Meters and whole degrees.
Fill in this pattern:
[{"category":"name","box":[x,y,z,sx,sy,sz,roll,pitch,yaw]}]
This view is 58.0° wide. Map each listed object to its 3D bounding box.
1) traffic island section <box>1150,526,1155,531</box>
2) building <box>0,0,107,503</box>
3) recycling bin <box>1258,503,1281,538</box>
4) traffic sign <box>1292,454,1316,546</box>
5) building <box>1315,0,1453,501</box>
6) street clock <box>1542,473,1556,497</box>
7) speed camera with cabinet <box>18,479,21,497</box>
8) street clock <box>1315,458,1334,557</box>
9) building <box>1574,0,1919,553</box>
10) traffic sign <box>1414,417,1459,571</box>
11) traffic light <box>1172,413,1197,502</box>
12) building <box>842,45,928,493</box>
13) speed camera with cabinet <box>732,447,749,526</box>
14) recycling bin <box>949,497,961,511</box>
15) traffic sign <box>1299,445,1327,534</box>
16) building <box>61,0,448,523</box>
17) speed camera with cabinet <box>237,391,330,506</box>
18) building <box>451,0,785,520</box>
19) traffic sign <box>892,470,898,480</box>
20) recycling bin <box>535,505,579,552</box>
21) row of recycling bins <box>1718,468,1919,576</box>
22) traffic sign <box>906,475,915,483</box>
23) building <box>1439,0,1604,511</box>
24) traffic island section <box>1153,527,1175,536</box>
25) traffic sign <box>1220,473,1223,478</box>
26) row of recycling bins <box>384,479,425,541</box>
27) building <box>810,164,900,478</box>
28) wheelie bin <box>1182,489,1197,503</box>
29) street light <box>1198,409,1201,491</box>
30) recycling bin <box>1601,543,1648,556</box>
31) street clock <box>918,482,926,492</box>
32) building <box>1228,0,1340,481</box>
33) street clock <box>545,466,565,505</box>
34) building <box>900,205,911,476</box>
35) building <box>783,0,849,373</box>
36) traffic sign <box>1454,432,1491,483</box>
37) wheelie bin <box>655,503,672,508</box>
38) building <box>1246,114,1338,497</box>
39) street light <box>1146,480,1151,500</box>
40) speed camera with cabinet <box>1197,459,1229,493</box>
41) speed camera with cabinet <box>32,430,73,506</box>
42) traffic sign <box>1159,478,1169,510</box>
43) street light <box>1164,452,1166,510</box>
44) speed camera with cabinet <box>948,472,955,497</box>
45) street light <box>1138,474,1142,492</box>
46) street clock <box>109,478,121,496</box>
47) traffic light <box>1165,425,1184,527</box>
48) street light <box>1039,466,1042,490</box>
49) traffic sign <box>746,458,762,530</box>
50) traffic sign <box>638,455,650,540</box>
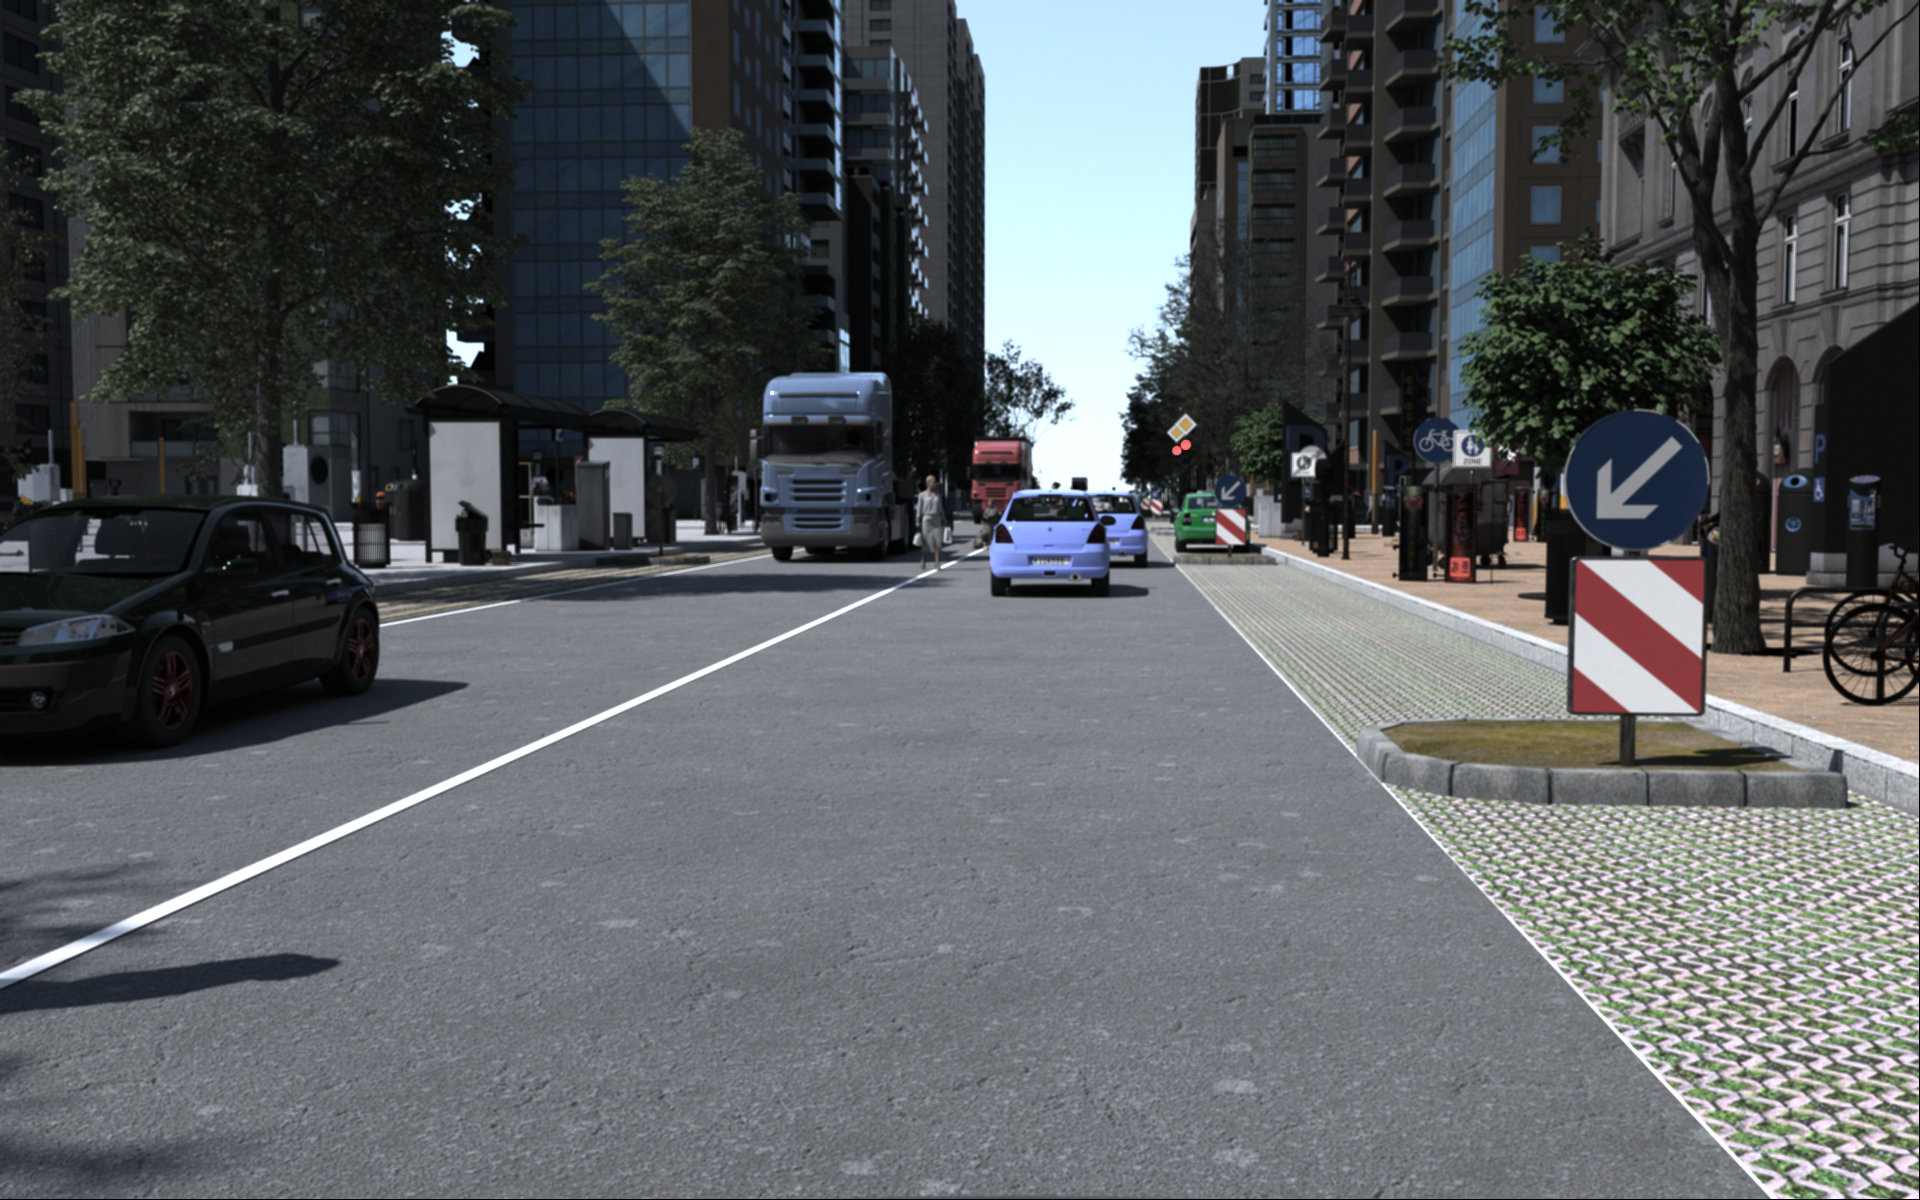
[{"category":"traffic island section","box":[8.533,-2.812,68.251,2.009,0.180,2.903,0,4,5]},{"category":"building","box":[-59.064,-39.806,89.082,20.611,71.187,20.563,0,4,5]},{"category":"recycling bin","box":[9.192,-2.348,50.949,0.722,1.027,0.722,1,4,19]},{"category":"traffic sign","box":[8.551,-2.506,43.096,0.606,2.300,0.079,1,4,14]},{"category":"building","box":[33.174,-27.437,103.224,22.147,44.769,28.867,0,4,5]},{"category":"street clock","box":[17.347,-2.845,51.079,0.358,2.002,0.471,0,4,-7]},{"category":"speed camera with cabinet","box":[-43.258,-5.325,81.402,0.660,3.252,2.038,1,4,16]},{"category":"street clock","box":[7.418,-1.879,35.296,0.358,2.002,0.471,2,4,34]},{"category":"building","box":[23.563,-12.032,38.516,13.314,21.916,24.055,0,4,5]},{"category":"traffic sign","box":[7.903,-1.750,28.725,0.768,2.556,0.104,1,4,11]},{"category":"traffic light","box":[7.810,-4.359,60.184,0.839,4.253,0.868,0,4,5]},{"category":"building","box":[-15.408,-34.845,189.326,23.786,49.044,30.456,0,4,5]},{"category":"speed camera with cabinet","box":[-8.894,-4.596,69.484,0.660,3.252,2.038,0,4,3]},{"category":"recycling bin","box":[-0.372,-7.073,128.204,0.722,1.027,0.722,3,4,38]},{"category":"traffic sign","box":[9.186,-2.763,45.275,0.768,2.556,0.104,1,4,11]},{"category":"building","box":[-34.182,-24.459,83.493,14.086,41.232,14.154,0,4,5]},{"category":"speed camera with cabinet","box":[-12.525,-2.310,32.107,0.660,3.252,2.038,1,4,14]},{"category":"building","box":[-17.549,-27.045,92.298,14.600,45.320,14.200,0,4,5]},{"category":"traffic sign","box":[-3.644,-5.713,93.409,0.884,2.594,0.081,1,4,10]},{"category":"recycling bin","box":[-8.985,-1.594,38.622,0.722,1.027,0.722,1,4,19]},{"category":"row of recycling bins","box":[13.552,-1.216,26.993,1.069,1.692,3.534,-3,4,-38]},{"category":"traffic sign","box":[-3.427,-7.095,116.105,0.768,2.556,0.104,1,4,14]},{"category":"building","box":[30.684,-26.231,78.987,14.200,45.320,14.600,0,4,5]},{"category":"traffic island section","box":[7.849,-2.325,60.295,2.009,0.180,2.903,0,4,5]},{"category":"traffic sign","box":[14.146,-5.826,95.361,0.768,2.556,0.104,1,4,9]},{"category":"row of recycling bins","box":[-15.503,-2.546,48.735,1.069,1.692,3.534,-2,4,-25]},{"category":"building","box":[-13.457,-23.313,152.866,14.160,30.474,14.107,0,4,5]},{"category":"wheelie bin","box":[18.069,-7.949,137.879,0.693,1.594,0.980,-2,4,-28]},{"category":"street light","box":[12.529,-7.216,90.771,0.468,5.910,1.993,0,4,5]},{"category":"recycling bin","box":[13.626,-1.408,35.571,0.722,1.027,0.722,-2,4,-25]},{"category":"street clock","box":[-2.207,-5.911,101.222,0.471,2.002,0.358,1,4,18]},{"category":"building","box":[39.891,-52.893,177.477,22.319,86.520,31.000,0,4,5]},{"category":"street clock","box":[-10.537,-2.479,45.109,0.471,2.002,0.358,-1,4,-10]},{"category":"building","box":[-12.518,-24.172,166.919,14.160,30.474,14.107,0,4,5]},{"category":"building","box":[-19.300,-49.491,121.845,22.319,86.520,31.000,0,4,5]},{"category":"traffic sign","box":[8.241,-1.577,27.909,0.606,2.300,0.079,0,4,6]},{"category":"wheelie bin","box":[-14.022,-4.518,81.777,0.980,1.594,0.693,1,4,17]},{"category":"building","box":[29.206,-22.197,134.620,14.160,30.474,14.107,0,4,5]},{"category":"street light","box":[23.561,-15.044,218.758,0.468,5.910,1.993,0,4,5]},{"category":"speed camera with cabinet","box":[13.205,-5.787,88.950,2.038,3.252,0.660,-1,4,-19]},{"category":"speed camera with cabinet","box":[-28.182,-3.651,54.035,0.660,3.252,2.038,0,4,-3]},{"category":"traffic sign","box":[16.382,-8.497,139.034,0.768,2.556,0.104,1,4,12]},{"category":"street light","box":[16.883,-10.380,142.492,0.468,5.910,1.993,0,4,5]},{"category":"speed camera with cabinet","box":[-1.381,-8.577,134.572,2.038,3.252,0.660,-2,4,-28]},{"category":"street light","box":[28.422,-18.542,275.942,0.468,5.910,1.993,0,4,5]},{"category":"street clock","box":[-37.108,-4.375,76.098,0.471,2.002,0.358,1,4,9]},{"category":"traffic light","box":[8.494,-4.845,68.140,0.839,4.253,0.868,0,4,5]},{"category":"street light","box":[13.117,-18.962,282.818,0.468,5.910,1.993,0,4,5]},{"category":"traffic sign","box":[-7.138,-3.700,60.606,0.768,2.556,0.104,1,4,11]},{"category":"traffic sign","box":[-8.993,-2.943,48.219,0.768,2.556,0.104,0,4,7]}]
